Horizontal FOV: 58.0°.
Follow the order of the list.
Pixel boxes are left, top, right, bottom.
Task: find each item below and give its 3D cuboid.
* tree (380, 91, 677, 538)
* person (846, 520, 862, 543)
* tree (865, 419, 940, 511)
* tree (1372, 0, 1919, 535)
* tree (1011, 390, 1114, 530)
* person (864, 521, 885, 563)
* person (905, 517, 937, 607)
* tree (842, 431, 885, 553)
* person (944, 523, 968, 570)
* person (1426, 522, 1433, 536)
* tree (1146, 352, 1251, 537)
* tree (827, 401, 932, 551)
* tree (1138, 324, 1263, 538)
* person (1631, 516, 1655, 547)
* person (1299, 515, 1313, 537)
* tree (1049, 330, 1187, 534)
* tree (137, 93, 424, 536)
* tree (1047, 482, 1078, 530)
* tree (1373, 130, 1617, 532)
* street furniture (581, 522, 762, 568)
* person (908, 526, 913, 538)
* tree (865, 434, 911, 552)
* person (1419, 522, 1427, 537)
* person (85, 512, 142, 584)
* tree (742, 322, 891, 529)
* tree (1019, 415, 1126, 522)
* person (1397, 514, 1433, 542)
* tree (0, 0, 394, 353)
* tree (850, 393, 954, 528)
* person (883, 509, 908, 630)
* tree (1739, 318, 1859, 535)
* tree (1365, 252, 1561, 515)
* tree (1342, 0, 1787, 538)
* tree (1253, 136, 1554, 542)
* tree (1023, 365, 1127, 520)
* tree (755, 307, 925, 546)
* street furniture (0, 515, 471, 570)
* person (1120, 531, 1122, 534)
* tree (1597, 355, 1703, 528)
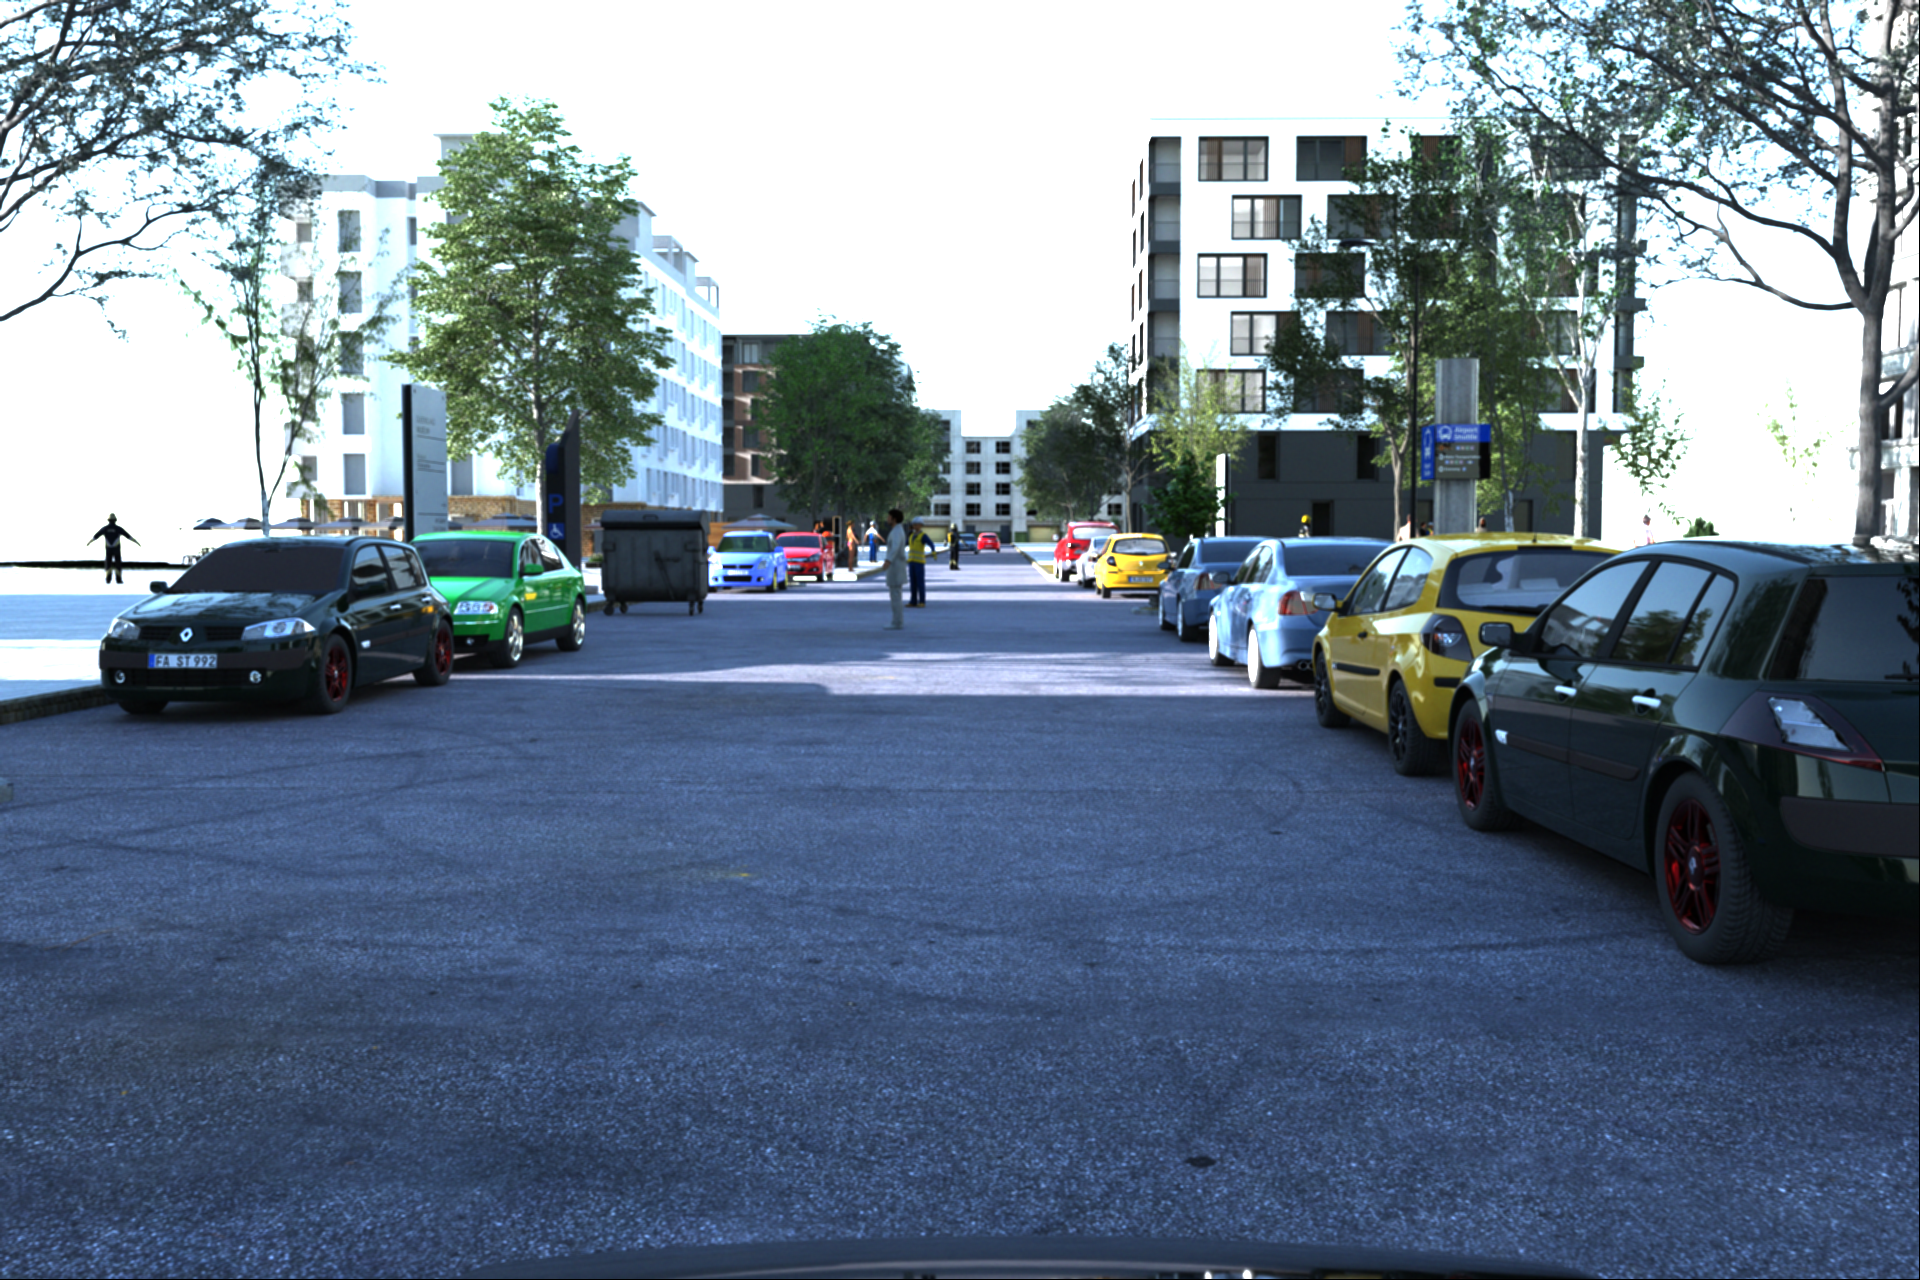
[{"bbox_3d":[-11.316,-7.790,45.492,7.486,12.596,7.792,0,3,0],"label":"tree"},{"bbox_3d":[-4.359,-3.933,70.236,0.705,1.837,1.347,1,4,21],"label":"person"},{"bbox_3d":[-5.499,-13.420,145.179,9.928,11.665,9.643,0,3,0],"label":"tree"},{"bbox_3d":[9.719,-6.584,18.012,12.009,13.543,11.850,0,3,0],"label":"tree"},{"bbox_3d":[9.126,-14.866,149.717,9.857,13.997,8.962,0,3,0],"label":"tree"},{"bbox_3d":[-3.820,-4.327,76.598,0.705,1.847,1.347,-3,5,-44],"label":"person"},{"bbox_3d":[-0.896,-1.531,33.961,1.216,1.772,0.721,3,5,42],"label":"person"},{"bbox_3d":[-6.405,-10.066,114.939,4.737,8.622,4.395,0,3,0],"label":"tree"},{"bbox_3d":[-0.206,-3.714,68.967,0.705,1.856,1.354,-3,5,-43],"label":"person"},{"bbox_3d":[22.359,-4.664,82.220,0.705,1.833,1.349,3,4,38],"label":"person"},{"bbox_3d":[9.792,-7.280,69.391,4.737,8.622,4.395,0,3,0],"label":"tree"},{"bbox_3d":[-6.075,-12.487,129.910,9.928,11.665,9.643,0,3,0],"label":"tree"},{"bbox_3d":[8.067,-6.805,61.617,4.360,8.622,3.978,0,3,0],"label":"tree"},{"bbox_3d":[15.896,-2.025,40.090,0.436,1.711,0.756,-1,4,-10],"label":"person"},{"bbox_3d":[10.673,-2.905,53.261,0.704,1.858,1.351,0,4,-6],"label":"person"},{"bbox_3d":[7.615,-8.896,79.861,7.601,10.594,8.767,0,4,-5],"label":"tree"},{"bbox_3d":[-12.070,-4.833,29.383,4.360,8.622,3.978,0,3,0],"label":"tree"},{"bbox_3d":[9.611,-12.740,158.655,4.360,8.622,3.978,0,3,0],"label":"tree"},{"bbox_3d":[10.210,-4.962,31.489,4.360,8.622,3.978,0,3,0],"label":"tree"},{"bbox_3d":[-11.793,-3.723,67.724,9.812,1.723,11.010,0,4,7],"label":"street furniture"},{"bbox_3d":[-2.723,-5.294,93.278,0.721,1.740,1.216,0,4,2],"label":"person"},{"bbox_3d":[-5.621,-10.477,121.667,4.737,8.622,4.395,0,3,0],"label":"tree"},{"bbox_3d":[20.548,-4.316,76.760,0.705,1.806,1.347,2,4,32],"label":"person"},{"bbox_3d":[-21.864,-2.376,44.717,1.351,1.845,0.704,-1,4,-15],"label":"person"},{"bbox_3d":[-7.072,-9.731,84.861,9.928,11.665,9.643,0,3,0],"label":"tree"},{"bbox_3d":[8.950,-12.277,135.144,8.767,10.594,7.601,0,4,-4],"label":"tree"},{"bbox_3d":[10.808,-2.108,41.041,0.750,1.759,0.617,-1,4,-17],"label":"person"},{"bbox_3d":[-11.521,-6.652,19.138,12.009,13.543,11.850,0,3,0],"label":"tree"},{"bbox_3d":[-5.487,-15.310,156.976,9.857,13.997,8.962,0,3,0],"label":"tree"},{"bbox_3d":[-0.999,-1.070,26.139,0.705,1.806,1.347,0,4,2],"label":"person"},{"bbox_3d":[28.429,-6.665,59.336,4.360,8.622,3.978,0,3,0],"label":"tree"},{"bbox_3d":[20.245,-9.274,69.757,7.486,12.596,7.792,0,3,0],"label":"tree"},{"bbox_3d":[19.094,-12.297,56.944,12.611,20.169,13.585,0,3,0],"label":"tree"},{"bbox_3d":[10.339,-6.556,41.596,7.601,10.594,8.767,-2,4,-27],"label":"tree"},{"bbox_3d":[9.595,-13.082,124.260,12.009,13.543,11.850,0,3,0],"label":"tree"},{"bbox_3d":[-6.685,-11.732,98.477,9.857,13.997,8.962,0,3,0],"label":"tree"},{"bbox_3d":[-31.634,-3.723,65.908,27.439,1.986,14.083,3,4,38],"label":"street furniture"},{"bbox_3d":[7.876,-4.979,87.190,1.354,1.856,0.705,-2,4,-30],"label":"person"},{"bbox_3d":[28.056,-7.350,70.542,4.737,8.622,4.395,0,3,0],"label":"tree"}]
